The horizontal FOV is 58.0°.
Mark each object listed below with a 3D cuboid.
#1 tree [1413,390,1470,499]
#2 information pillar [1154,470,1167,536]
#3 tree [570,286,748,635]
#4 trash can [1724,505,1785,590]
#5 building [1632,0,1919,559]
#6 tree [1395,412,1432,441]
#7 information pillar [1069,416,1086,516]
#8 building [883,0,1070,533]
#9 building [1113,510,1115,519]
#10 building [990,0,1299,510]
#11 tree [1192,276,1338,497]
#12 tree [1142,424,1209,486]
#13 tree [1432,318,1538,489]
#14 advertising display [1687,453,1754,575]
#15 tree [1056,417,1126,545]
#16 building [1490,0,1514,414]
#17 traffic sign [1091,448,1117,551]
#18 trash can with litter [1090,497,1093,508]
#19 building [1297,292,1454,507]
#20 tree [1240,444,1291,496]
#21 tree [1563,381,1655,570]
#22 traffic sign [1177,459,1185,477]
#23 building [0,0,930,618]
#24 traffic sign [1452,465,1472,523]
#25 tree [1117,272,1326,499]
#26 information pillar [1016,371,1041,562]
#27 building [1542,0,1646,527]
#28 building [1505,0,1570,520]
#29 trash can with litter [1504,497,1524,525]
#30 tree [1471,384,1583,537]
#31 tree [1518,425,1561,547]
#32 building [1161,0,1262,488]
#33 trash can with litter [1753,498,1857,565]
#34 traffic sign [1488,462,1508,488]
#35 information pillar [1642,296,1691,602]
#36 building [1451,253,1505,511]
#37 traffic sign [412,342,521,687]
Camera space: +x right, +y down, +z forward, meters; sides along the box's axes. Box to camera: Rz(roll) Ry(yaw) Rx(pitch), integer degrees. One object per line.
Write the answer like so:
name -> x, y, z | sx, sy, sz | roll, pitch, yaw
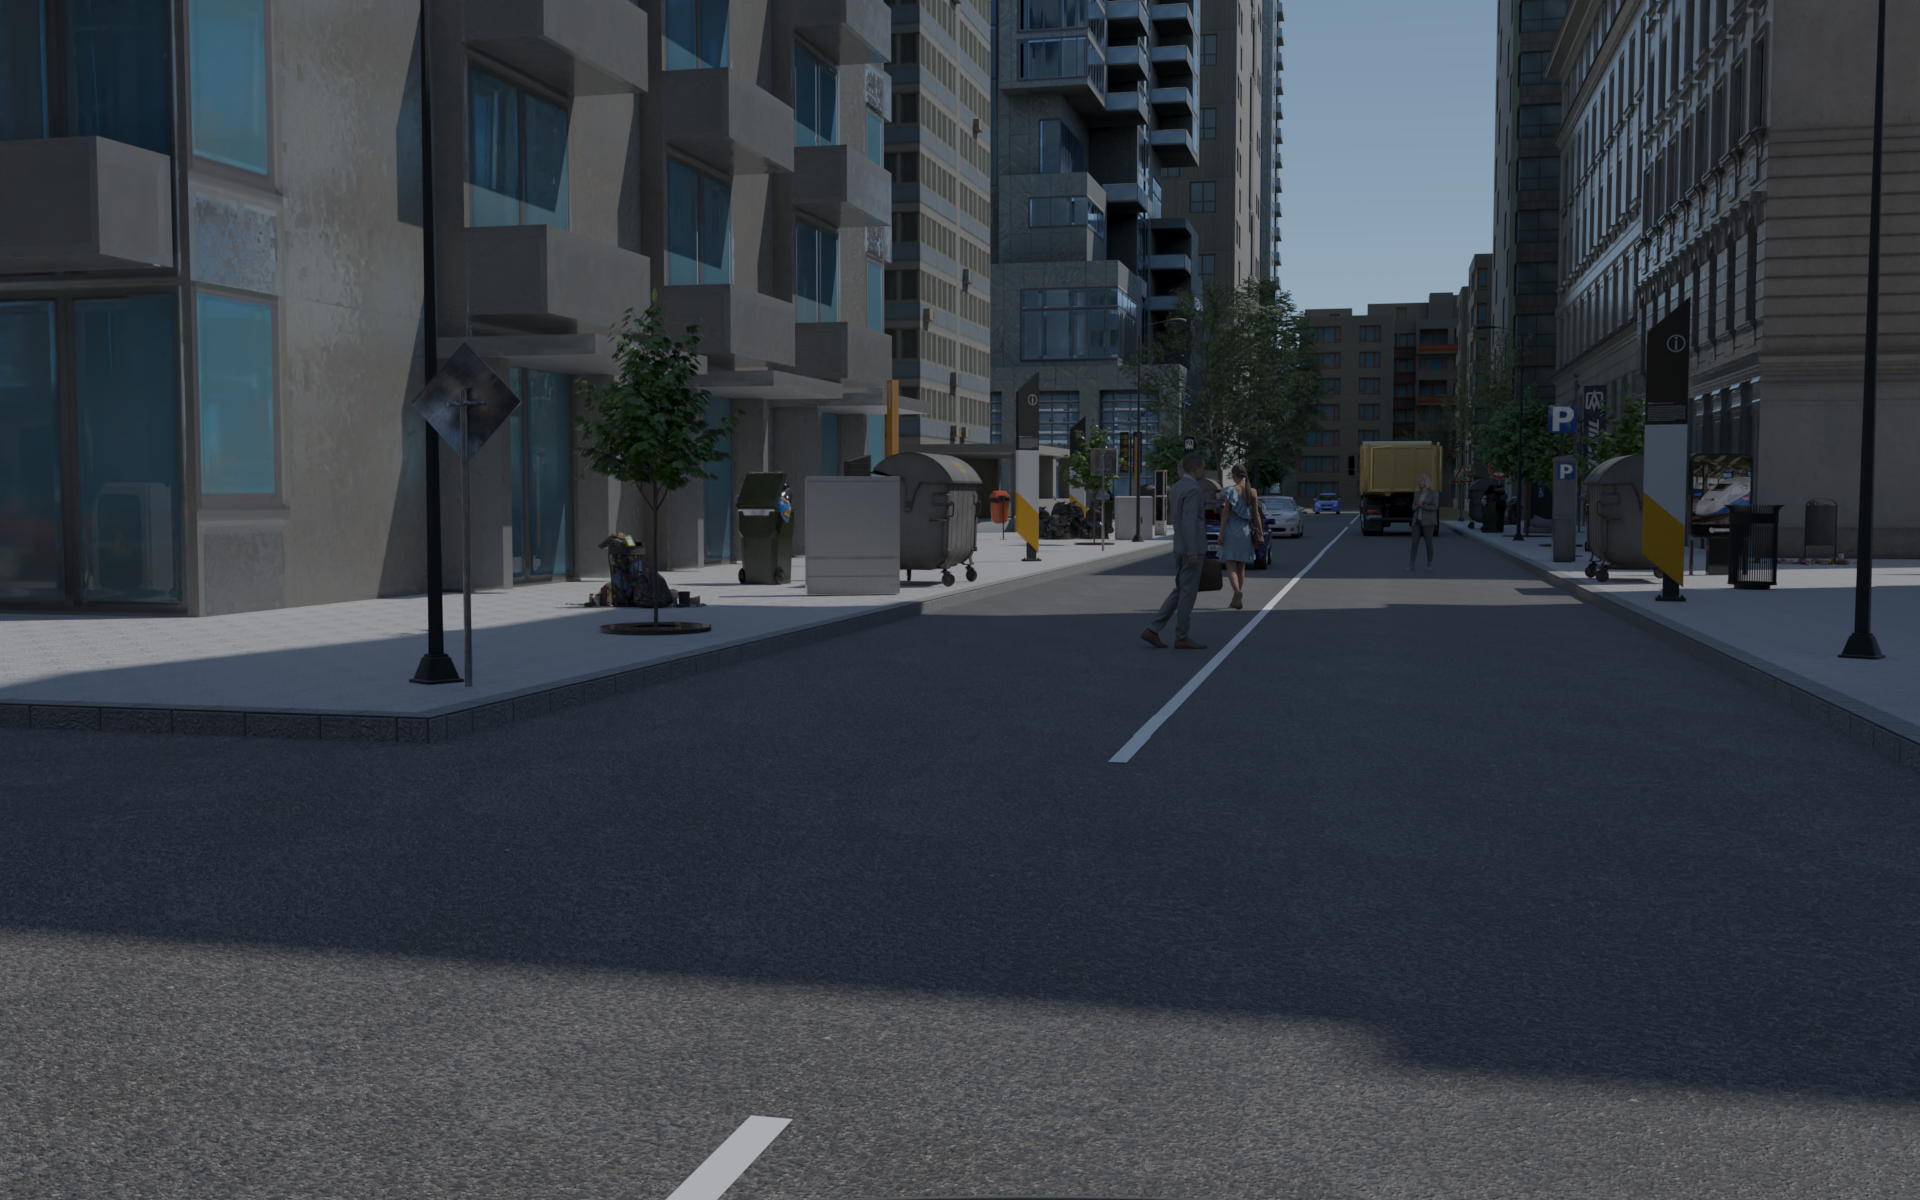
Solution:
tree -> 33.995, -10.554, 122.916 | 4.360, 8.622, 3.978 | 0, 3, 0
information pillar -> 6.187, -2.991, 53.394 | 0.304, 2.012, 0.304 | 1, 4, 23
tree -> -2.739, -1.321, 16.202 | 1.663, 3.219, 1.824 | 0, 3, 0
trash can -> 10.709, -0.718, 23.386 | 0.748, 1.137, 0.748 | 0, 3, 0
building -> 22.545, -11.771, 41.603 | 9.793, 20.994, 18.267 | 1, 4, 14
tree -> 40.225, -12.250, 150.653 | 4.737, 8.622, 4.395 | 0, 3, 0
information pillar -> 3.543, -3.709, 51.991 | 0.504, 3.616, 0.183 | 1, 4, 16
building -> -12.060, -22.944, 67.017 | 32.217, 40.220, 23.993 | 1, 4, 14
building -> 3.664, -48.227, 101.187 | 22.319, 86.520, 31.000 | 1, 4, 14
building -> 20.734, -53.179, 182.154 | 31.000, 86.520, 22.319 | 1, 4, 14
tree -> 15.913, -10.544, 90.514 | 7.486, 12.596, 7.792 | 0, 3, 0
tree -> 10.127, -5.947, 80.950 | 4.285, 4.588, 4.351 | 0, 3, 0
tree -> 22.434, -7.525, 73.402 | 4.737, 8.622, 4.395 | 0, 3, 0
advertising display -> 12.054, -1.361, 27.473 | 0.974, 1.923, 0.123 | 0, 4, 2
tree -> 3.404, -3.012, 43.843 | 1.663, 3.219, 1.824 | 0, 3, 0
building -> 47.878, -31.671, 107.061 | 28.713, 52.752, 27.495 | 1, 4, 14
traffic sign -> 3.216, -2.247, 38.862 | 0.606, 2.300, 0.079 | 1, 4, 19
trash can with litter -> 6.390, -4.182, 79.768 | 0.624, 1.170, 1.055 | -1, 4, -22
building -> 50.264, -20.416, 178.840 | 28.899, 21.520, 27.650 | 1, 4, 14
tree -> 18.332, -7.420, 105.037 | 4.285, 4.588, 4.351 | 0, 3, 0
tree -> 11.502, -2.152, 29.791 | 1.663, 3.219, 1.824 | 0, 3, 0
traffic sign -> 7.843, -3.646, 59.722 | 0.768, 2.556, 0.104 | 1, 4, 20
building -> -14.174, -25.167, 31.085 | 23.786, 49.044, 30.456 | 1, 4, 14
traffic sign -> 22.608, -4.769, 77.977 | 0.884, 2.594, 0.081 | 1, 4, 18
tree -> 10.915, -8.416, 72.018 | 8.767, 10.594, 7.601 | 0, 4, -1
information pillar -> 1.291, -2.539, 32.870 | 0.504, 3.616, 0.183 | -2, 4, -31
building -> 31.280, -14.137, 64.431 | 16.112, 22.955, 30.059 | 1, 4, 14
building -> 35.555, -19.428, 89.356 | 14.160, 30.474, 14.107 | 1, 4, 14
trash can with litter -> 22.728, -3.678, 71.518 | 1.055, 1.170, 0.624 | -2, 4, -31
tree -> 17.159, -4.178, 52.019 | 4.285, 4.588, 4.351 | 0, 3, 0
tree -> 14.745, -2.908, 42.148 | 1.663, 3.219, 1.824 | 0, 3, 0
building -> 11.090, -33.985, 144.894 | 27.495, 52.752, 28.713 | 1, 4, 14
trash can with litter -> 15.403, -1.274, 31.892 | 2.233, 1.210, 1.678 | 1, 4, 20
traffic sign -> 18.354, -3.598, 58.934 | 0.768, 2.556, 0.104 | 1, 4, 20
information pillar -> 8.439, -1.793, 20.675 | 0.504, 3.616, 0.183 | 1, 4, 23
building -> 53.780, -17.770, 135.586 | 27.650, 21.520, 28.899 | 1, 4, 14
traffic sign -> -3.273, -0.480, 11.483 | 0.795, 2.450, 0.064 | 1, 4, 14
